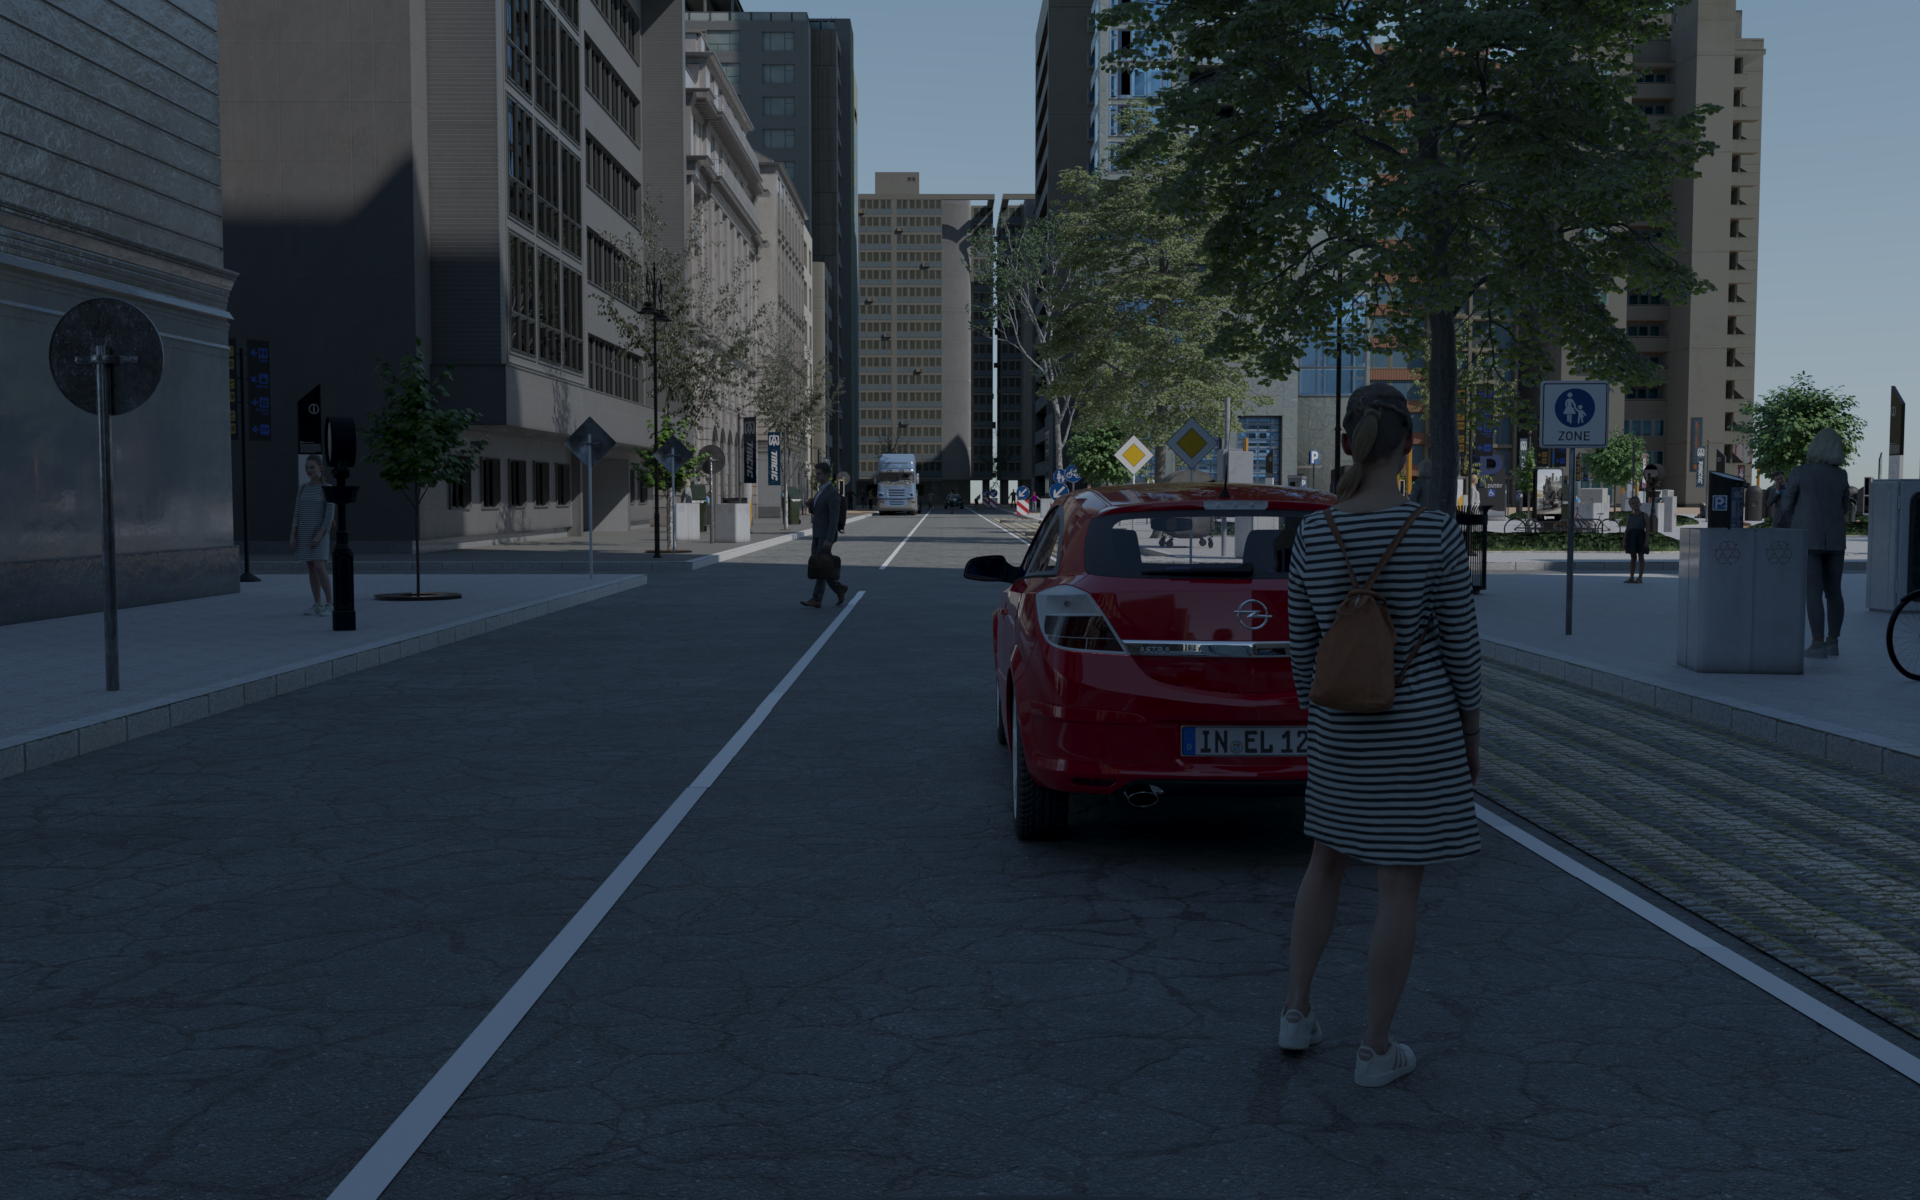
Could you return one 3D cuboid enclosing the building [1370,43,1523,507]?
[{"bbox_3d":[41.209,-31.609,171.439,28.867,44.769,22.147,0,4,-1],"label":"building"}]

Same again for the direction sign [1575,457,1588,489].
[{"bbox_3d":[37.837,-6.939,105.449,0.379,3.537,0.876,-3,5,-40],"label":"direction sign"}]

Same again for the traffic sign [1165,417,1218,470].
[{"bbox_3d":[3.514,-1.466,26.153,0.795,2.593,0.064,0,4,-1],"label":"traffic sign"}]

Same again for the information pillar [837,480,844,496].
[{"bbox_3d":[-6.096,-5.125,88.280,0.304,2.012,0.304,-2,4,-27],"label":"information pillar"}]

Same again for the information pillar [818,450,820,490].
[{"bbox_3d":[-7.010,-5.790,86.020,0.183,3.616,0.504,0,4,-1],"label":"information pillar"}]

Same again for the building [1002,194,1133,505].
[{"bbox_3d":[16.360,-31.787,211.602,23.993,40.220,32.217,0,4,-1],"label":"building"}]

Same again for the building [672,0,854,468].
[{"bbox_3d":[-16.183,-28.191,144.518,14.154,41.232,14.086,0,4,-1],"label":"building"}]

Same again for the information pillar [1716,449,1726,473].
[{"bbox_3d":[39.102,-5.978,89.087,0.183,3.616,0.504,-3,5,-41],"label":"information pillar"}]

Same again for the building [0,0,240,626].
[{"bbox_3d":[-18.240,-10.274,17.132,18.267,20.994,9.793,0,4,-1],"label":"building"}]

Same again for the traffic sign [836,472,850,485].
[{"bbox_3d":[-6.596,-5.975,97.797,0.768,2.556,0.104,0,4,3],"label":"traffic sign"}]

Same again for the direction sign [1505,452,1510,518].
[{"bbox_3d":[29.964,-6.276,94.606,0.379,3.537,0.876,1,4,14],"label":"direction sign"}]

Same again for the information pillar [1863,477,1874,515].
[{"bbox_3d":[38.848,-4.255,74.061,0.304,2.012,0.304,-3,5,-42],"label":"information pillar"}]

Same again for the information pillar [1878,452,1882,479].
[{"bbox_3d":[51.395,-6.449,96.791,0.183,3.616,0.504,3,5,40],"label":"information pillar"}]

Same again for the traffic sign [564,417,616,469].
[{"bbox_3d":[-5.580,-1.462,26.090,0.795,2.593,0.064,0,4,-1],"label":"traffic sign"}]

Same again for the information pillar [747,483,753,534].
[{"bbox_3d":[-6.774,-3.938,55.739,0.183,3.616,0.504,0,4,0],"label":"information pillar"}]

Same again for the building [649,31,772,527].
[{"bbox_3d":[-16.321,-14.468,78.359,13.314,21.916,24.055,0,4,-1],"label":"building"}]

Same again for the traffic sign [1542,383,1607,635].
[{"bbox_3d":[5.549,-0.831,15.721,0.606,2.300,0.079,0,4,2],"label":"traffic sign"}]

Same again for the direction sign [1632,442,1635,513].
[{"bbox_3d":[29.504,-5.133,75.914,0.379,3.537,0.876,1,4,16],"label":"direction sign"}]

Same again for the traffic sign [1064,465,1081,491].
[{"bbox_3d":[4.907,-4.584,75.056,0.768,2.556,0.104,0,4,1],"label":"traffic sign"}]

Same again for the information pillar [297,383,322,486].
[{"bbox_3d":[-13.638,-2.755,36.401,0.504,3.616,0.183,-2,4,-34],"label":"information pillar"}]

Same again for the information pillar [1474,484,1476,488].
[{"bbox_3d":[25.214,-5.676,84.159,0.504,3.616,0.183,0,4,-2],"label":"information pillar"}]

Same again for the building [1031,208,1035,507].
[{"bbox_3d":[14.177,-24.675,175.144,14.160,30.474,14.107,0,4,-1],"label":"building"}]

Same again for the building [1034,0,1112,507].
[{"bbox_3d":[17.954,-32.578,156.350,21.300,48.544,21.600,0,4,-1],"label":"building"}]

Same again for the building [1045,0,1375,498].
[{"bbox_3d":[18.467,-49.890,128.368,22.319,86.520,31.000,0,4,-1],"label":"building"}]

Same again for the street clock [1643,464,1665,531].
[{"bbox_3d":[16.578,-2.253,41.410,0.358,2.002,0.471,-2,4,-25],"label":"street clock"}]

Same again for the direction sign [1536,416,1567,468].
[{"bbox_3d":[17.006,-3.537,49.828,0.876,3.537,0.379,3,5,42],"label":"direction sign"}]

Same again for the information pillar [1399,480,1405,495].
[{"bbox_3d":[23.037,-5.268,90.619,0.304,2.012,0.304,-1,4,-18],"label":"information pillar"}]

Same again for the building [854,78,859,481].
[{"bbox_3d":[-17.661,-32.048,174.100,14.200,45.320,14.600,0,4,-1],"label":"building"}]

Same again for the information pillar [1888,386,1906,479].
[{"bbox_3d":[20.111,-2.806,37.233,0.183,3.616,0.504,0,4,2],"label":"information pillar"}]

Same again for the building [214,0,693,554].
[{"bbox_3d":[-17.157,-14.191,51.087,14.314,24.678,30.058,0,4,-1],"label":"building"}]

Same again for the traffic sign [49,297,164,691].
[{"bbox_3d":[-5.536,-0.681,11.239,0.768,2.556,0.104,0,4,3],"label":"traffic sign"}]

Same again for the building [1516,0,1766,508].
[{"bbox_3d":[66.714,-33.529,171.898,21.600,48.544,21.300,0,4,-1],"label":"building"}]

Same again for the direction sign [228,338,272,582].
[{"bbox_3d":[-10.455,-2.037,25.299,0.379,3.537,0.876,3,4,36],"label":"direction sign"}]

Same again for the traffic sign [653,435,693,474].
[{"bbox_3d":[-5.654,-1.950,34.075,0.795,2.593,0.064,0,4,-1],"label":"traffic sign"}]

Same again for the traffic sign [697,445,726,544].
[{"bbox_3d":[-6.431,-2.729,44.725,0.768,2.556,0.104,1,4,8],"label":"traffic sign"}]

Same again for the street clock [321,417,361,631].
[{"bbox_3d":[-5.801,-0.715,16.257,0.358,2.002,0.471,-2,4,-28],"label":"street clock"}]

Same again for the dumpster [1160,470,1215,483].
[{"bbox_3d":[5.467,-2.195,41.648,1.264,1.857,1.865,0,4,0],"label":"dumpster"}]

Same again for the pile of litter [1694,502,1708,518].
[{"bbox_3d":[39.349,-4.735,91.375,1.176,0.858,1.719,-1,4,-17],"label":"pile of litter"}]

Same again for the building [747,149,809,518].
[{"bbox_3d":[-14.228,-15.315,99.545,9.793,20.994,18.267,0,4,-1],"label":"building"}]

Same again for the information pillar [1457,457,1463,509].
[{"bbox_3d":[28.379,-6.550,98.451,0.504,3.616,0.183,-2,4,-32],"label":"information pillar"}]

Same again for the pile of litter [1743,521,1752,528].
[{"bbox_3d":[27.481,-2.891,61.227,1.719,0.858,1.176,2,4,24],"label":"pile of litter"}]

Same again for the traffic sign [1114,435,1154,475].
[{"bbox_3d":[3.440,-1.954,34.138,0.795,2.593,0.064,0,4,-1],"label":"traffic sign"}]

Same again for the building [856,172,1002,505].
[{"bbox_3d":[-7.677,-31.789,211.630,23.993,40.220,32.217,0,4,-1],"label":"building"}]

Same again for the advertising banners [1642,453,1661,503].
[{"bbox_3d":[29.733,-4.793,74.552,0.090,3.025,2.074,3,5,43],"label":"advertising banners"}]

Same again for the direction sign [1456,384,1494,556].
[{"bbox_3d":[10.549,-2.680,35.812,0.876,3.537,0.379,1,4,16],"label":"direction sign"}]

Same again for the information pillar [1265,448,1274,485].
[{"bbox_3d":[15.850,-5.949,88.625,0.183,3.616,0.504,-3,5,-40],"label":"information pillar"}]

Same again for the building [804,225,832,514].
[{"bbox_3d":[-23.900,-17.037,123.596,27.650,21.520,28.899,0,4,-1],"label":"building"}]

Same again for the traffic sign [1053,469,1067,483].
[{"bbox_3d":[5.141,-5.396,88.336,0.768,2.556,0.104,1,4,9],"label":"traffic sign"}]

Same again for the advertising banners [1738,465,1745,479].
[{"bbox_3d":[46.974,-6.519,102.771,0.090,3.025,2.074,-2,4,-26],"label":"advertising banners"}]
